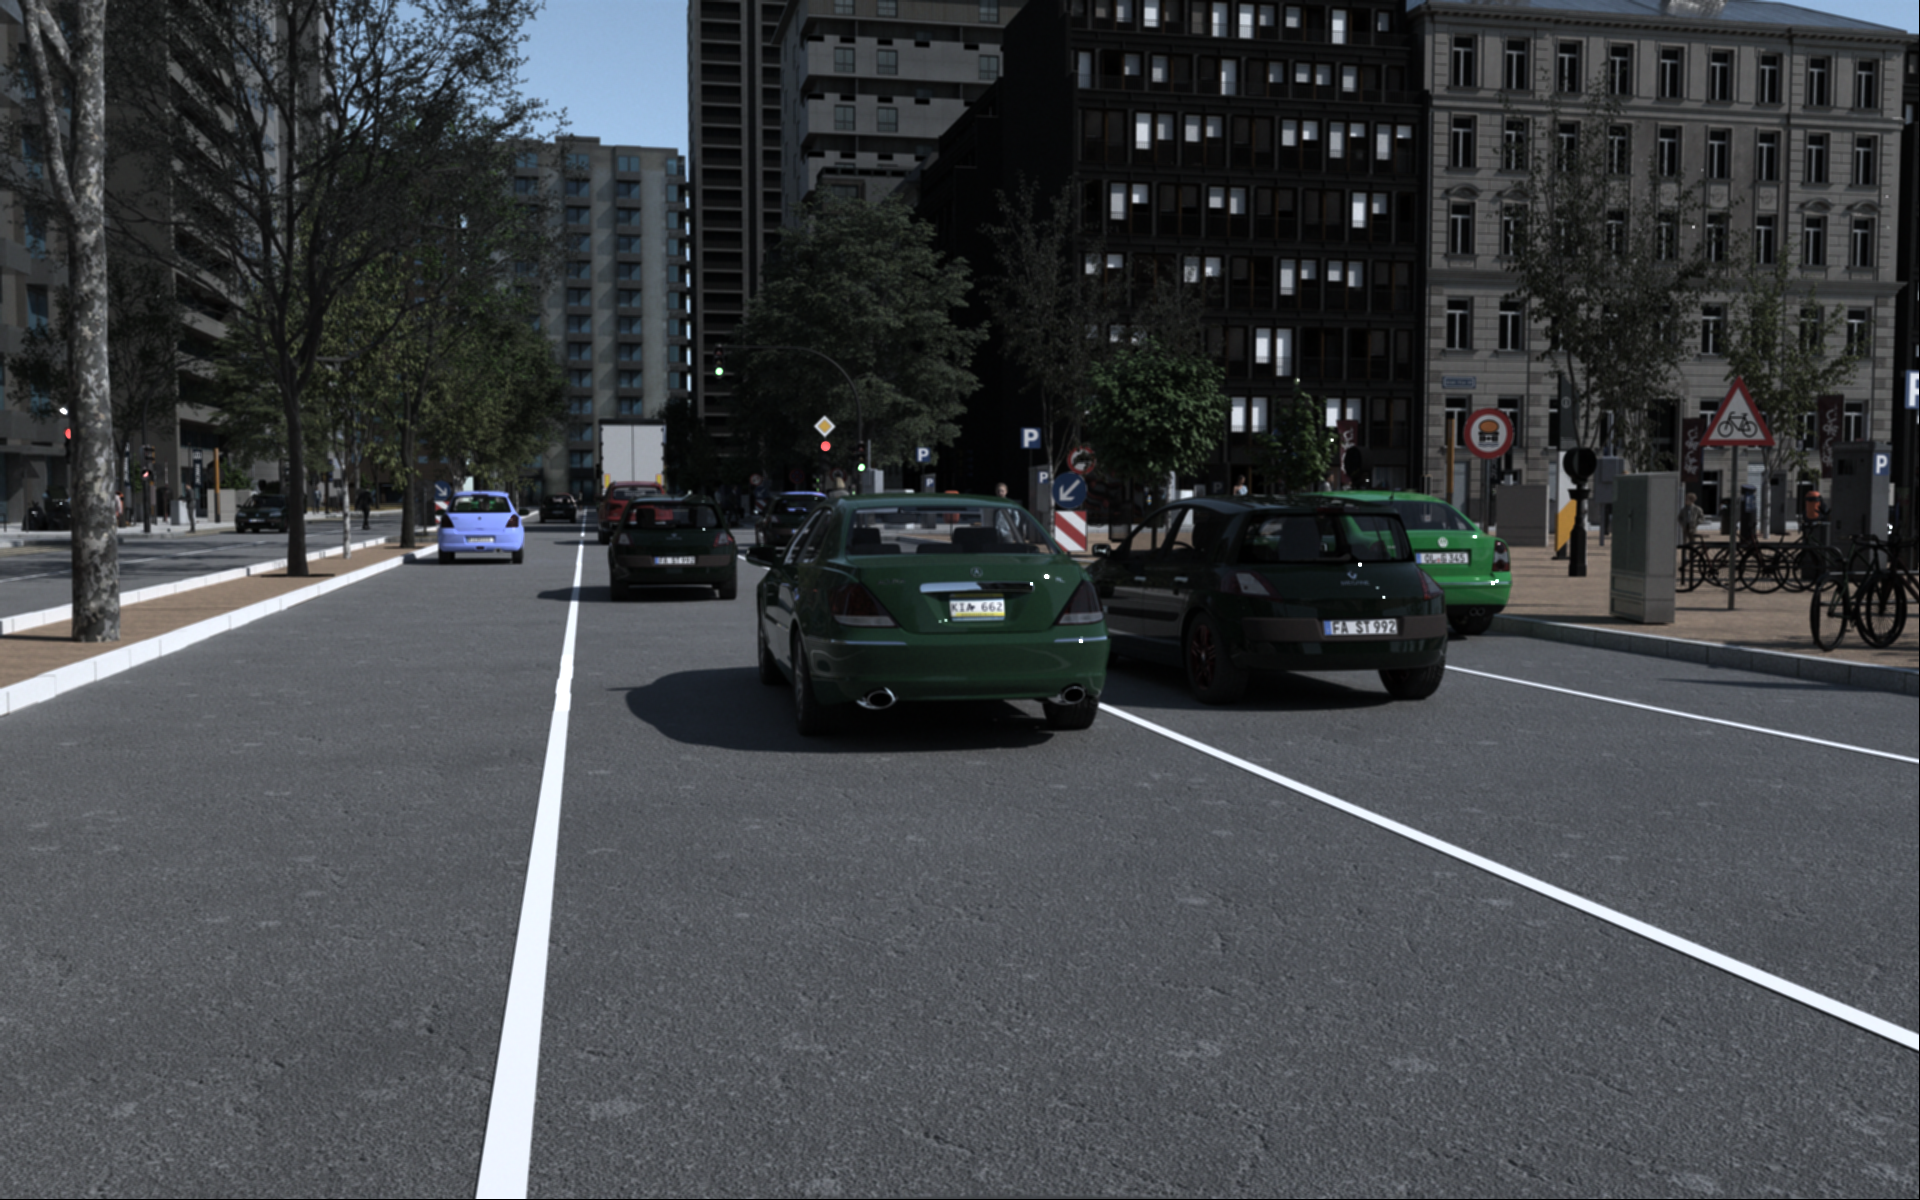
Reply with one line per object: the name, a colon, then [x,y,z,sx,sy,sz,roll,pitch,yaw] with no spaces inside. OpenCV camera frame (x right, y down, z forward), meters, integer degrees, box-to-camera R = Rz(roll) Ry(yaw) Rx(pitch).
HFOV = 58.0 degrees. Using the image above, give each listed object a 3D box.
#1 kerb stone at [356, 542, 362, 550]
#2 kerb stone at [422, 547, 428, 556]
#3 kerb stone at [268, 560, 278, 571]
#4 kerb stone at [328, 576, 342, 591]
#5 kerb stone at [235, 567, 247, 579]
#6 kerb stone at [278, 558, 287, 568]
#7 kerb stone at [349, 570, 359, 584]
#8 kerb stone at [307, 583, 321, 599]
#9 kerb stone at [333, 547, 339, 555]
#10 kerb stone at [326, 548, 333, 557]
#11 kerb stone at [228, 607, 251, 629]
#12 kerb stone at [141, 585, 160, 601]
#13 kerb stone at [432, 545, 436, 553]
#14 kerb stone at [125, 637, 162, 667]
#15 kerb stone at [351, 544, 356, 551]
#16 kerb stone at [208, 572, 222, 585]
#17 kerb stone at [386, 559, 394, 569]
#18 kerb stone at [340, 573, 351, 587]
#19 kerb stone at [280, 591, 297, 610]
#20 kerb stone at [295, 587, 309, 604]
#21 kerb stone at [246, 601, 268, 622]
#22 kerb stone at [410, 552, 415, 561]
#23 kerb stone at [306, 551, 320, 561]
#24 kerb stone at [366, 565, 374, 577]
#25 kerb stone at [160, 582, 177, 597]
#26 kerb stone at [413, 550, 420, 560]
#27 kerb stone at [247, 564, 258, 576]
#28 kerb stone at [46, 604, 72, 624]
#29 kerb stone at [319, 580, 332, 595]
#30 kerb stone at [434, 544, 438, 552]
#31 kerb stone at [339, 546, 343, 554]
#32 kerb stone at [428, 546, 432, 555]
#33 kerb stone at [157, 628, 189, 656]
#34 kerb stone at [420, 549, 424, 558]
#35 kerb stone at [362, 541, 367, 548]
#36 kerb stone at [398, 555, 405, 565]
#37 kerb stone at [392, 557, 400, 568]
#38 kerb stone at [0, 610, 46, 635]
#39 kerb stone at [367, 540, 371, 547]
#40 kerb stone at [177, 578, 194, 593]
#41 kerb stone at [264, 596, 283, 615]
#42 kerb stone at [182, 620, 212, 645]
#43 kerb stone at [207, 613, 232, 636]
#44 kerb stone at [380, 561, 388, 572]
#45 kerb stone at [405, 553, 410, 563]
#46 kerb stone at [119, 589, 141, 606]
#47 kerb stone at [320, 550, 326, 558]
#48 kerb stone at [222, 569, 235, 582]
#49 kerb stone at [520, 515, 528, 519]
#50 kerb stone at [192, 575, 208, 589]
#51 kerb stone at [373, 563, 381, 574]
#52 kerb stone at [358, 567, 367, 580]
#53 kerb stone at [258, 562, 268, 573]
kerb stone: [-15.513,-1.355,44.351,0.120,0.150,1.000,-1,4,-12]
kerb stone: [-12.379,-1.075,39.772,0.120,0.150,1.000,-1,4,-12]
kerb stone: [-12.934,-0.617,32.329,0.120,0.150,1.000,-1,4,-12]
kerb stone: [-9.369,-0.218,25.759,0.120,0.150,1.000,-1,4,-12]
kerb stone: [-12.287,-0.436,29.332,0.120,0.150,1.000,-1,4,-12]
kerb stone: [-13.147,-0.681,33.336,0.120,0.150,1.000,-1,4,-12]
kerb stone: [-9.799,-0.340,27.768,0.120,0.150,1.000,-1,4,-12]
kerb stone: [-8.944,-0.096,23.759,0.120,0.150,1.000,-1,4,-12]
kerb stone: [-14.656,-1.105,40.351,0.120,0.150,1.000,-1,4,-12]
kerb stone: [-14.439,-1.049,39.352,0.120,0.150,1.000,-1,4,-12]
kerb stone: [-7.863,0.210,18.755,0.120,0.150,1.000,-1,4,-12]
kerb stone: [-10.988,-0.069,23.318,0.120,0.150,1.000,-1,4,-12]
kerb stone: [-12.814,-1.198,41.777,0.120,0.150,1.000,-1,4,-12]
kerb stone: [-7.003,0.455,14.755,0.120,0.150,1.000,-1,4,-12]
kerb stone: [-15.302,-1.294,43.350,0.120,0.150,1.000,-1,4,-12]
kerb stone: [-11.853,-0.310,27.329,0.120,0.150,1.000,-1,4,-12]
kerb stone: [-10.876,-0.647,32.768,0.120,0.150,1.000,-1,4,-12]
kerb stone: [-9.587,-0.279,26.757,0.120,0.150,1.000,-1,4,-12]
kerb stone: [-8.507,0.027,21.760,0.120,0.150,1.000,-1,4,-12]
kerb stone: [-8.728,-0.035,22.760,0.120,0.150,1.000,-1,4,-12]
kerb stone: [-8.081,0.150,19.754,0.120,0.150,1.000,-1,4,-12]
kerb stone: [-11.735,-0.889,36.769,0.120,0.150,1.000,-1,4,-12]
kerb stone: [-14.004,-0.927,37.352,0.120,0.150,1.000,-1,4,-12]
kerb stone: [-10.232,-0.459,29.766,0.120,0.150,1.000,-1,4,-12]
kerb stone: [-11.208,-0.130,24.319,0.120,0.150,1.000,-1,4,-12]
kerb stone: [-11.952,-0.952,37.773,0.120,0.150,1.000,-1,4,-12]
kerb stone: [-12.504,-0.493,30.331,0.120,0.150,1.000,-1,4,-12]
kerb stone: [-10.127,0.181,19.322,0.120,0.150,1.000,-1,4,-12]
kerb stone: [-9.148,-0.157,24.761,0.120,0.150,1.000,-1,4,-12]
kerb stone: [-13.025,-1.259,42.777,0.120,0.150,1.000,-1,4,-12]
kerb stone: [-14.876,-1.171,41.349,0.120,0.150,1.000,-1,4,-12]
kerb stone: [-12.597,-1.137,40.778,0.120,0.150,1.000,-1,4,-12]
kerb stone: [-7.214,0.396,15.755,0.120,0.150,1.000,-1,4,-12]
kerb stone: [-12.169,-1.014,38.771,0.120,0.150,1.000,-1,4,-12]
kerb stone: [-15.728,-1.409,45.350,0.120,0.150,1.000,-1,4,-12]
kerb stone: [-11.312,-0.769,34.765,0.120,0.150,1.000,-1,4,-12]
kerb stone: [-11.088,-0.708,33.768,0.120,0.150,1.000,-1,4,-12]
kerb stone: [-9.913,0.237,18.322,0.120,0.150,1.000,-1,4,-12]
kerb stone: [-15.945,-1.478,46.354,0.120,0.150,1.000,-1,4,-12]
kerb stone: [-11.415,-0.185,25.322,0.120,0.150,1.000,-1,4,-12]
kerb stone: [-8.296,0.088,20.754,0.120,0.150,1.000,-1,4,-12]
kerb stone: [-7.435,0.333,16.753,0.120,0.150,1.000,-1,4,-12]
kerb stone: [-7.653,0.273,17.751,0.120,0.150,1.000,-1,4,-12]
kerb stone: [-10.665,-0.585,31.768,0.120,0.150,1.000,-1,4,-12]
kerb stone: [-11.521,-0.830,35.765,0.120,0.150,1.000,-1,4,-12]
kerb stone: [-10.781,-0.007,22.317,0.120,0.150,1.000,-1,4,-12]
kerb stone: [-14.231,-0.987,38.352,0.120,0.150,1.000,-1,4,-12]
kerb stone: [-12.070,-0.375,28.333,0.120,0.150,1.000,-1,4,-12]
kerb stone: [-26.295,-5.026,104.479,0.120,0.150,1.000,-1,4,-12]
kerb stone: [-11.640,-0.252,26.322,0.120,0.150,1.000,-1,4,-12]
kerb stone: [-10.453,-0.524,30.768,0.120,0.150,1.000,-1,4,-12]
kerb stone: [-10.013,-0.402,28.768,0.120,0.150,1.000,-1,4,-12]
kerb stone: [-12.716,-0.559,31.331,0.120,0.150,1.000,-1,4,-12]
